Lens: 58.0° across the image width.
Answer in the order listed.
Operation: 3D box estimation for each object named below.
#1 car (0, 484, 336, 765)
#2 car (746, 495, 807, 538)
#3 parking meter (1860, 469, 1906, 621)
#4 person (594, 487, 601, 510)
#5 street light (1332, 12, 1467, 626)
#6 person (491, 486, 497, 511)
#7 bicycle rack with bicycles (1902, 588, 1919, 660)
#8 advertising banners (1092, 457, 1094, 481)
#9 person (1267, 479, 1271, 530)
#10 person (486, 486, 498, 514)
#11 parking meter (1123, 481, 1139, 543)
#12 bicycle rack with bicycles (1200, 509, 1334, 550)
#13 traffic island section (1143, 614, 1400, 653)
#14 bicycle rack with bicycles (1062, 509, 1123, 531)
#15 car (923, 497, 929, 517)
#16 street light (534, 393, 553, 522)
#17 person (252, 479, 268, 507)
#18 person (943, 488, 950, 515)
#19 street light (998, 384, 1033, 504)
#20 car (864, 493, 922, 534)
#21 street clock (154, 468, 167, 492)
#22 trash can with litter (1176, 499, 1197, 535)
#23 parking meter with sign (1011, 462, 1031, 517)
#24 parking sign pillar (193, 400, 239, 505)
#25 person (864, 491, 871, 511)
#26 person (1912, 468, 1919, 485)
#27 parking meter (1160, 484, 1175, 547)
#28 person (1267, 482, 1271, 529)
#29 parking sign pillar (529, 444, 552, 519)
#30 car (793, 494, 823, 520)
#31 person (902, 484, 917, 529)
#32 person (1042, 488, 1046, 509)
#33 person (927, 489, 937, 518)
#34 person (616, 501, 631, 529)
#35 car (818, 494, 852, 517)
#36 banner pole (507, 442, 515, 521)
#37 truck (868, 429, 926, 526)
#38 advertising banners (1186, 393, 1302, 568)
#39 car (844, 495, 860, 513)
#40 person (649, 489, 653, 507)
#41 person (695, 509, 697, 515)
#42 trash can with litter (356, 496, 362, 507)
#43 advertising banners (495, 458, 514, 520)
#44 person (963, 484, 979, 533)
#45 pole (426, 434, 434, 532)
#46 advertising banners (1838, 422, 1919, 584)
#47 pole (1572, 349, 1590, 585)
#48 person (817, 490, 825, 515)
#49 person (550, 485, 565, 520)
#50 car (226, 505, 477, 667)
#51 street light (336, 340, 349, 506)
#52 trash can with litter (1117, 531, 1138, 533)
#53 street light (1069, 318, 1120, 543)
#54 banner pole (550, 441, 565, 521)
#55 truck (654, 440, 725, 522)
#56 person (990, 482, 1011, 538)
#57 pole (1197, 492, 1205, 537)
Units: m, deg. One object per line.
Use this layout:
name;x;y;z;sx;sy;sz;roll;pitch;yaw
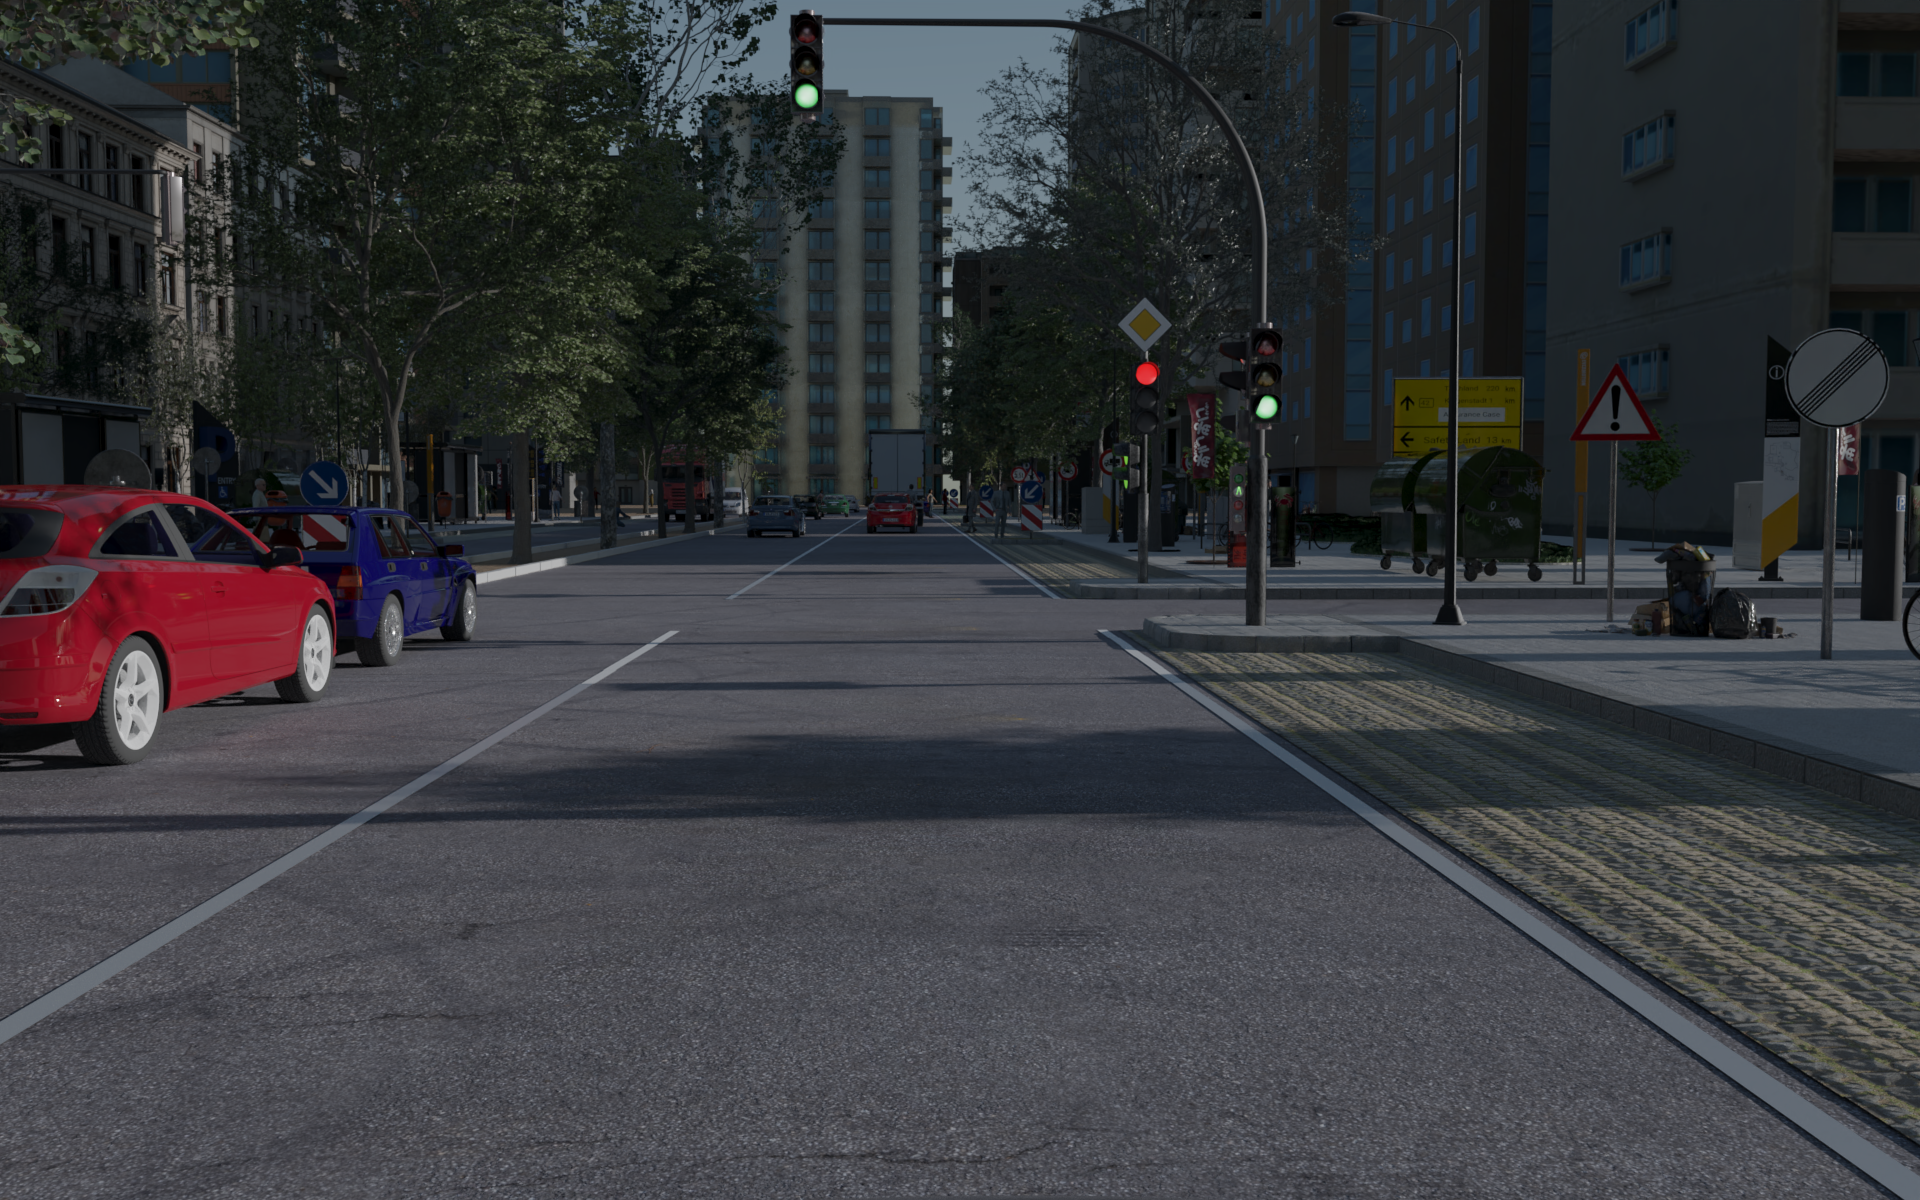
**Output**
car;-5.285;-0.097;10.620;2.155;1.783;4.494;0;4;-1
car;-6.185;-2.837;58.385;2.014;1.417;4.499;0;4;-2
parking meter;9.380;-0.562;17.601;0.372;1.533;0.369;0;3;0
person;-28.943;-8.043;137.501;1.348;1.831;0.705;-1;4;-17
street light;4.284;-2.712;16.886;1.470;5.913;1.316;0;4;-2
person;-34.904;-7.593;129.825;0.705;1.869;1.348;-2;4;-31
bicycle rack with bicycles;8.493;0.091;11.892;2.852;0.926;2.925;-1;4;-11
advertising banners;5.412;-5.200;81.214;2.074;3.025;0.090;2;4;27
person;10.857;-3.342;60.861;0.466;1.800;0.511;0;4;3
person;-30.516;-6.477;111.972;1.348;1.821;0.705;-2;4;-34
parking meter;4.511;-2.444;45.669;0.399;1.863;0.255;0;4;-1
bicycle rack with bicycles;6.891;-1.653;40.404;2.852;0.926;2.925;-2;4;-29
traffic island section;2.908;0.325;16.969;2.009;0.180;2.903;0;4;-2
bicycle rack with bicycles;5.067;-2.944;61.521;2.925;0.926;2.852;0;4;-6
car;-2.760;-5.989;110.503;1.945;1.354;3.894;0;4;-4
street light;-18.622;-6.468;78.295;1.470;5.913;1.316;0;4;-2
person;-15.215;-1.746;37.540;0.515;1.767;0.782;-1;4;-17
person;-0.986;-6.795;119.554;0.705;1.831;1.348;-1;4;-17
street light;2.498;-6.139;72.921;1.470;5.913;1.316;0;4;-2
car;-2.492;-3.373;64.188;2.155;1.783;4.494;0;4;0
street clock;-22.203;-2.660;48.061;0.358;2.002;0.471;-2;4;-26
trash can with litter;7.051;-2.617;54.176;0.624;1.170;1.055;-3;5;-42
parking meter with sign;3.320;-6.098;95.963;0.543;3.016;1.738;-1;4;-22
parking sign pillar;-21.608;-3.785;50.360;1.447;3.967;1.447;1;4;21
person;-7.887;-8.526;148.625;0.721;1.736;1.217;2;4;31
person;20.147;-1.849;36.288;0.388;1.821;0.555;2;4;24
parking meter;5.058;-2.070;42.261;0.372;1.533;0.369;0;3;0
person;9.914;-3.055;56.543;0.519;1.759;0.362;-3;5;-43
parking sign pillar;-21.959;-6.215;90.095;1.447;3.967;1.447;0;4;4
car;-8.678;-5.326;96.862;2.009;1.686;4.222;0;4;-1
person;-2.050;-3.799;70.464;0.661;1.843;0.795;1;4;22
person;7.404;-8.941;152.164;0.705;1.831;1.348;0;4;-4
person;-1.686;-5.767;103.511;0.721;1.735;1.217;2;4;25
person;-14.202;-3.529;71.700;1.012;1.151;0.738;2;4;30
car;-7.808;-5.864;107.671;2.131;1.459;4.920;0;4;-3
banner pole;-21.668;-5.708;83.336;0.401;3.779;0.863;-2;4;-30
truck;-2.916;-5.579;80.123;2.839;4.237;11.283;0;4;-2
advertising banners;4.924;-2.073;30.084;2.074;3.025;0.090;0;4;-8
car;-8.847;-7.502;135.013;2.083;1.381;4.827;0;4;0
person;-30.378;-9.991;170.120;0.721;1.736;1.217;-2;4;-27
person;-10.348;-3.279;67.133;0.505;1.210;0.382;3;5;41
trash can with litter;-20.740;-2.952;59.326;1.678;1.210;2.233;0;4;-3
advertising banners;-22.372;-5.483;85.828;0.090;3.025;2.074;1;4;21
person;0.388;-3.380;63.860;0.767;1.812;0.694;-3;4;-37
pole;-18.122;-4.001;59.260;0.158;3.312;0.155;0;3;0
advertising banners;13.220;-1.748;24.761;2.074;3.025;0.090;-1;4;-22
pole;8.768;-1.872;24.444;0.158;3.312;0.155;0;3;0
person;-9.582;-6.822;120.749;0.721;1.736;1.217;3;5;40
person;-19.936;-4.836;85.786;0.731;1.740;0.598;-1;4;-20
car;-5.603;-0.191;15.704;1.945;1.354;3.894;0;4;-1
street light;-17.764;-4.801;51.035;1.470;5.913;1.316;0;4;-2
trash can with litter;5.707;-2.800;56.842;2.233;1.210;1.678;0;4;0
street light;3.517;-4.463;45.512;1.470;5.913;1.316;0;4;-2
banner pole;-19.080;-5.620;81.906;0.863;3.779;0.401;1;4;11
truck;-14.260;-6.320;92.252;2.839;4.237;11.283;0;4;-2
person;1.261;-2.715;52.982;0.635;1.810;0.391;-2;4;-28
pole;7.278;-3.569;52.189;0.158;3.312;0.155;0;3;0
